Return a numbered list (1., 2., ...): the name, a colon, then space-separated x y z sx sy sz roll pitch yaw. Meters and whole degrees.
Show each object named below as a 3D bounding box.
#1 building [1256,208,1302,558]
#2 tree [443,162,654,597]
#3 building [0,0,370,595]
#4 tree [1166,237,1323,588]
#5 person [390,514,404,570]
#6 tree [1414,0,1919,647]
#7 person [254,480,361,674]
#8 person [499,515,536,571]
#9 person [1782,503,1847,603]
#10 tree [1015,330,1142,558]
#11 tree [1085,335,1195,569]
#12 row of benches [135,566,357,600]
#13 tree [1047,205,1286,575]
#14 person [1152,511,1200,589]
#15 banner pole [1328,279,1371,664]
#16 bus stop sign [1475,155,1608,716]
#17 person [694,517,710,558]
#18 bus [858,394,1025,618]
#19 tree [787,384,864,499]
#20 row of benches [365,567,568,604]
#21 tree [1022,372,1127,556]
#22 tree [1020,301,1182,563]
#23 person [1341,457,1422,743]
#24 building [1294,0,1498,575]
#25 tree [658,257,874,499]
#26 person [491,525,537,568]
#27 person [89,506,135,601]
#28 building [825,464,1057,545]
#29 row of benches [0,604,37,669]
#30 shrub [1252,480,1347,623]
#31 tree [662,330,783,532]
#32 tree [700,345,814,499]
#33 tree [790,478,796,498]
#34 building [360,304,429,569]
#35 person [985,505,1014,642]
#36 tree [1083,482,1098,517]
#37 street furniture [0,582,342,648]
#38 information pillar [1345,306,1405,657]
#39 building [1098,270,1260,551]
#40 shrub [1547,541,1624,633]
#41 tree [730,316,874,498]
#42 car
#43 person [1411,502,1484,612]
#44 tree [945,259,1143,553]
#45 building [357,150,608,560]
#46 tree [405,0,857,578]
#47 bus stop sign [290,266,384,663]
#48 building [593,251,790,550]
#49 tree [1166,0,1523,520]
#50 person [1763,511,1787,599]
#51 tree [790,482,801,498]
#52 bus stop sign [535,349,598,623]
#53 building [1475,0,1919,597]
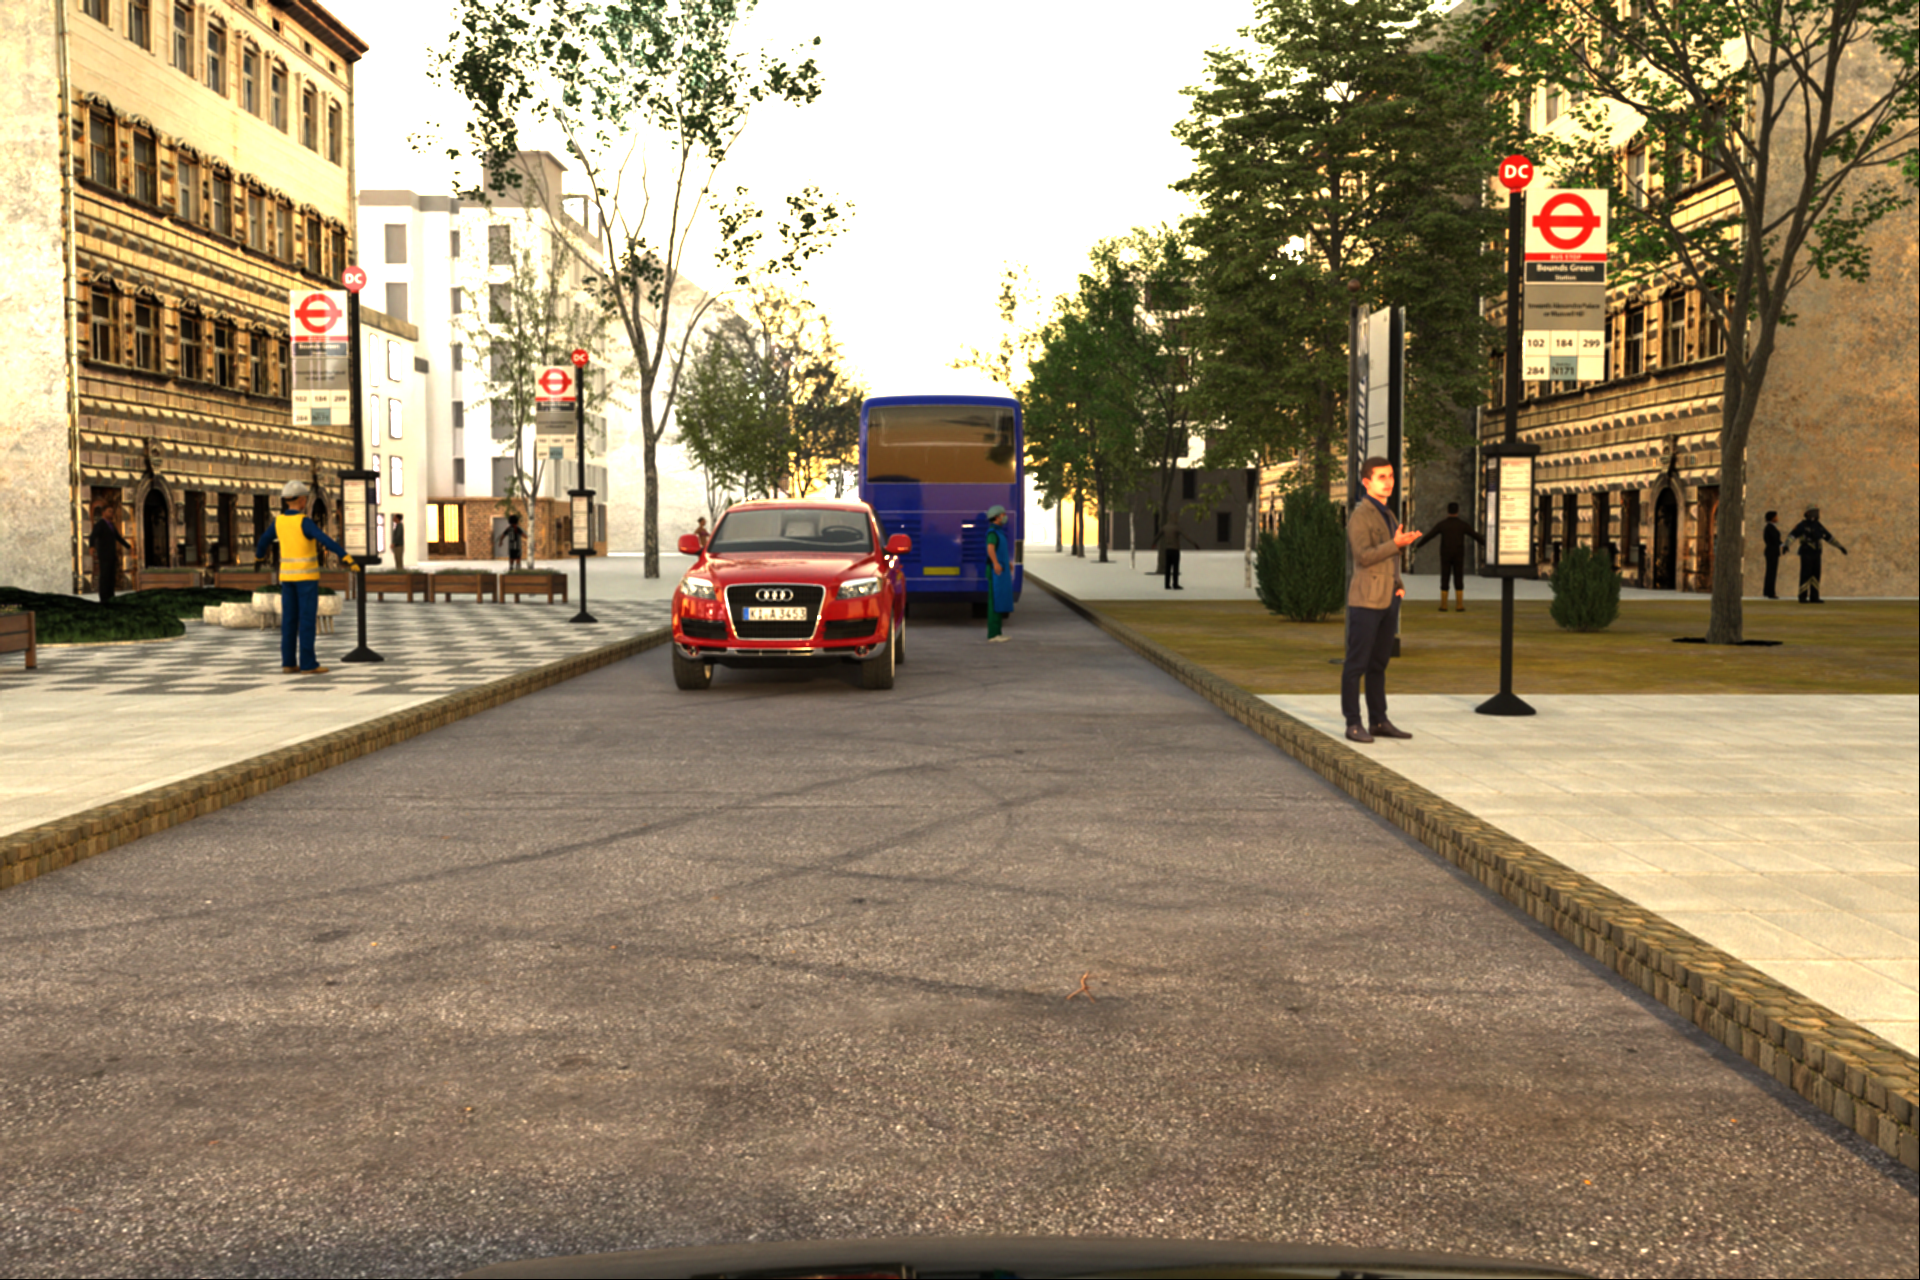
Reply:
1. building: 25.355 -15.474 83.924 19.493 23.208 18.063 0 4 0
2. tree: -8.940 -5.181 35.080 4.360 8.622 3.978 0 3 0
3. building: -27.924 -13.079 44.771 19.493 23.208 18.063 0 4 0
4. tree: 6.886 -5.563 41.321 4.737 8.622 4.395 0 3 0
5. person: -14.277 -2.305 43.964 0.705 1.796 1.348 -1 4 -13
6. tree: 9.125 -5.757 19.876 9.928 11.665 9.643 0 3 0
7. person: -6.055 -0.584 16.005 1.216 1.772 0.721 1 4 22
8. person: -12.567 -2.619 48.970 1.345 1.843 0.704 2 4 29
9. person: 15.801 -1.612 32.130 1.354 1.856 0.705 -1 4 -13
10. tree: 6.202 -10.784 94.450 7.486 12.596 7.792 0 3 0
11. tree: 6.371 -6.884 62.914 4.737 8.622 4.395 0 3 0
12. row of benches: -13.906 -1.109 33.593 4.104 0.672 1.422 0 4 -7
13. tree: 6.584 -7.874 54.497 9.928 11.665 9.643 0 3 0
14. person: 4.966 -2.091 40.309 1.348 1.813 0.705 3 5 43
15. banner pole: 3.875 -1.644 16.899 0.401 3.779 0.863 0 4 -1
16. bus stop sign: 4.130 -1.443 12.293 0.855 3.939 0.416 0 4 0
17. person: -6.936 -2.465 47.102 0.721 1.733 1.217 2 4 27
18. bus: -0.369 -2.489 32.248 2.896 3.916 12.251 0 4 -1
19. tree: -8.470 -11.819 119.002 9.928 11.665 9.643 0 3 0
20. row of benches: -9.176 -1.029 32.280 4.104 0.672 1.422 1 4 14
21. tree: 7.058 -10.888 103.770 9.928 11.665 9.643 0 3 0
22. tree: 6.321 -9.309 77.961 9.928 11.665 9.643 0 3 0
23. person: 2.682 -0.250 10.666 0.617 1.759 0.750 -3 4 -36
24. building: 23.394 -14.173 62.661 19.493 23.208 18.063 0 3 0
25. tree: -8.440 -10.246 77.884 12.009 13.543 11.850 0 3 0
26. person: -13.398 -2.808 52.100 1.347 1.806 0.705 0 4 -6
27. person: -15.552 -1.555 31.648 0.704 1.802 1.346 0 4 5
28. building: -1.809 -16.113 208.044 28.070 9.664 9.099 0 4 0
29. row of benches: -8.902 0.061 14.460 1.422 0.672 4.104 0 4 -6
30. shrub: 5.061 -1.303 25.338 1.661 2.075 1.752 0 3 0
31. tree: -8.689 -6.829 62.018 4.737 8.622 4.395 0 3 0
32. tree: -8.126 -7.224 68.482 4.737 8.622 4.395 0 3 0
33. tree: -22.482 -16.518 204.484 7.601 10.594 8.767 0 4 -3
34. building: -26.433 -7.826 70.097 9.099 9.664 28.070 0 4 0
35. person: 0.525 -0.892 23.175 0.704 1.817 1.347 1 4 9
36. tree: 18.277 -16.903 210.768 7.601 10.594 8.767 0 4 2
37. street furniture: -12.225 -0.529 24.268 5.734 0.657 10.072 -2 4 -34
38. information pillar: 4.477 -1.678 18.749 0.184 3.620 1.656 0 4 -2
39. building: 25.728 -18.755 150.617 27.936 21.610 32.646 0 4 0
40. shrub: 8.182 -0.708 22.685 1.383 1.207 1.383 0 3 0
41. tree: -9.076 -11.515 98.632 12.009 13.543 11.850 0 3 0
42. car: -1.615 -0.548 17.630 2.281 1.827 5.304 0 3 0
43. person: 8.178 -1.384 28.769 1.346 1.812 0.704 1 4 16
44. tree: 5.662 -16.183 120.473 12.611 20.169 13.585 0 3 0
45. building: -25.232 -14.088 86.754 16.016 20.090 11.380 0 4 0
46. tree: -8.878 -11.780 48.499 12.611 20.169 13.585 0 3 0
47. bus stop sign: -6.248 -1.752 17.355 0.855 3.939 0.416 0 4 0
48. building: -24.268 -19.128 143.668 19.493 23.208 18.063 0 4 -1
49. tree: 7.320 -7.047 33.338 7.486 12.596 7.792 0 3 0
50. person: 16.203 -1.693 34.399 0.721 1.740 1.216 1 4 11
51. tree: -21.560 -16.005 212.038 4.737 8.622 4.395 0 3 0
52. bus stop sign: -5.701 -2.225 25.087 0.855 3.939 0.416 0 3 0
53. building: 25.160 -13.015 43.732 19.493 23.208 18.063 0 3 0
